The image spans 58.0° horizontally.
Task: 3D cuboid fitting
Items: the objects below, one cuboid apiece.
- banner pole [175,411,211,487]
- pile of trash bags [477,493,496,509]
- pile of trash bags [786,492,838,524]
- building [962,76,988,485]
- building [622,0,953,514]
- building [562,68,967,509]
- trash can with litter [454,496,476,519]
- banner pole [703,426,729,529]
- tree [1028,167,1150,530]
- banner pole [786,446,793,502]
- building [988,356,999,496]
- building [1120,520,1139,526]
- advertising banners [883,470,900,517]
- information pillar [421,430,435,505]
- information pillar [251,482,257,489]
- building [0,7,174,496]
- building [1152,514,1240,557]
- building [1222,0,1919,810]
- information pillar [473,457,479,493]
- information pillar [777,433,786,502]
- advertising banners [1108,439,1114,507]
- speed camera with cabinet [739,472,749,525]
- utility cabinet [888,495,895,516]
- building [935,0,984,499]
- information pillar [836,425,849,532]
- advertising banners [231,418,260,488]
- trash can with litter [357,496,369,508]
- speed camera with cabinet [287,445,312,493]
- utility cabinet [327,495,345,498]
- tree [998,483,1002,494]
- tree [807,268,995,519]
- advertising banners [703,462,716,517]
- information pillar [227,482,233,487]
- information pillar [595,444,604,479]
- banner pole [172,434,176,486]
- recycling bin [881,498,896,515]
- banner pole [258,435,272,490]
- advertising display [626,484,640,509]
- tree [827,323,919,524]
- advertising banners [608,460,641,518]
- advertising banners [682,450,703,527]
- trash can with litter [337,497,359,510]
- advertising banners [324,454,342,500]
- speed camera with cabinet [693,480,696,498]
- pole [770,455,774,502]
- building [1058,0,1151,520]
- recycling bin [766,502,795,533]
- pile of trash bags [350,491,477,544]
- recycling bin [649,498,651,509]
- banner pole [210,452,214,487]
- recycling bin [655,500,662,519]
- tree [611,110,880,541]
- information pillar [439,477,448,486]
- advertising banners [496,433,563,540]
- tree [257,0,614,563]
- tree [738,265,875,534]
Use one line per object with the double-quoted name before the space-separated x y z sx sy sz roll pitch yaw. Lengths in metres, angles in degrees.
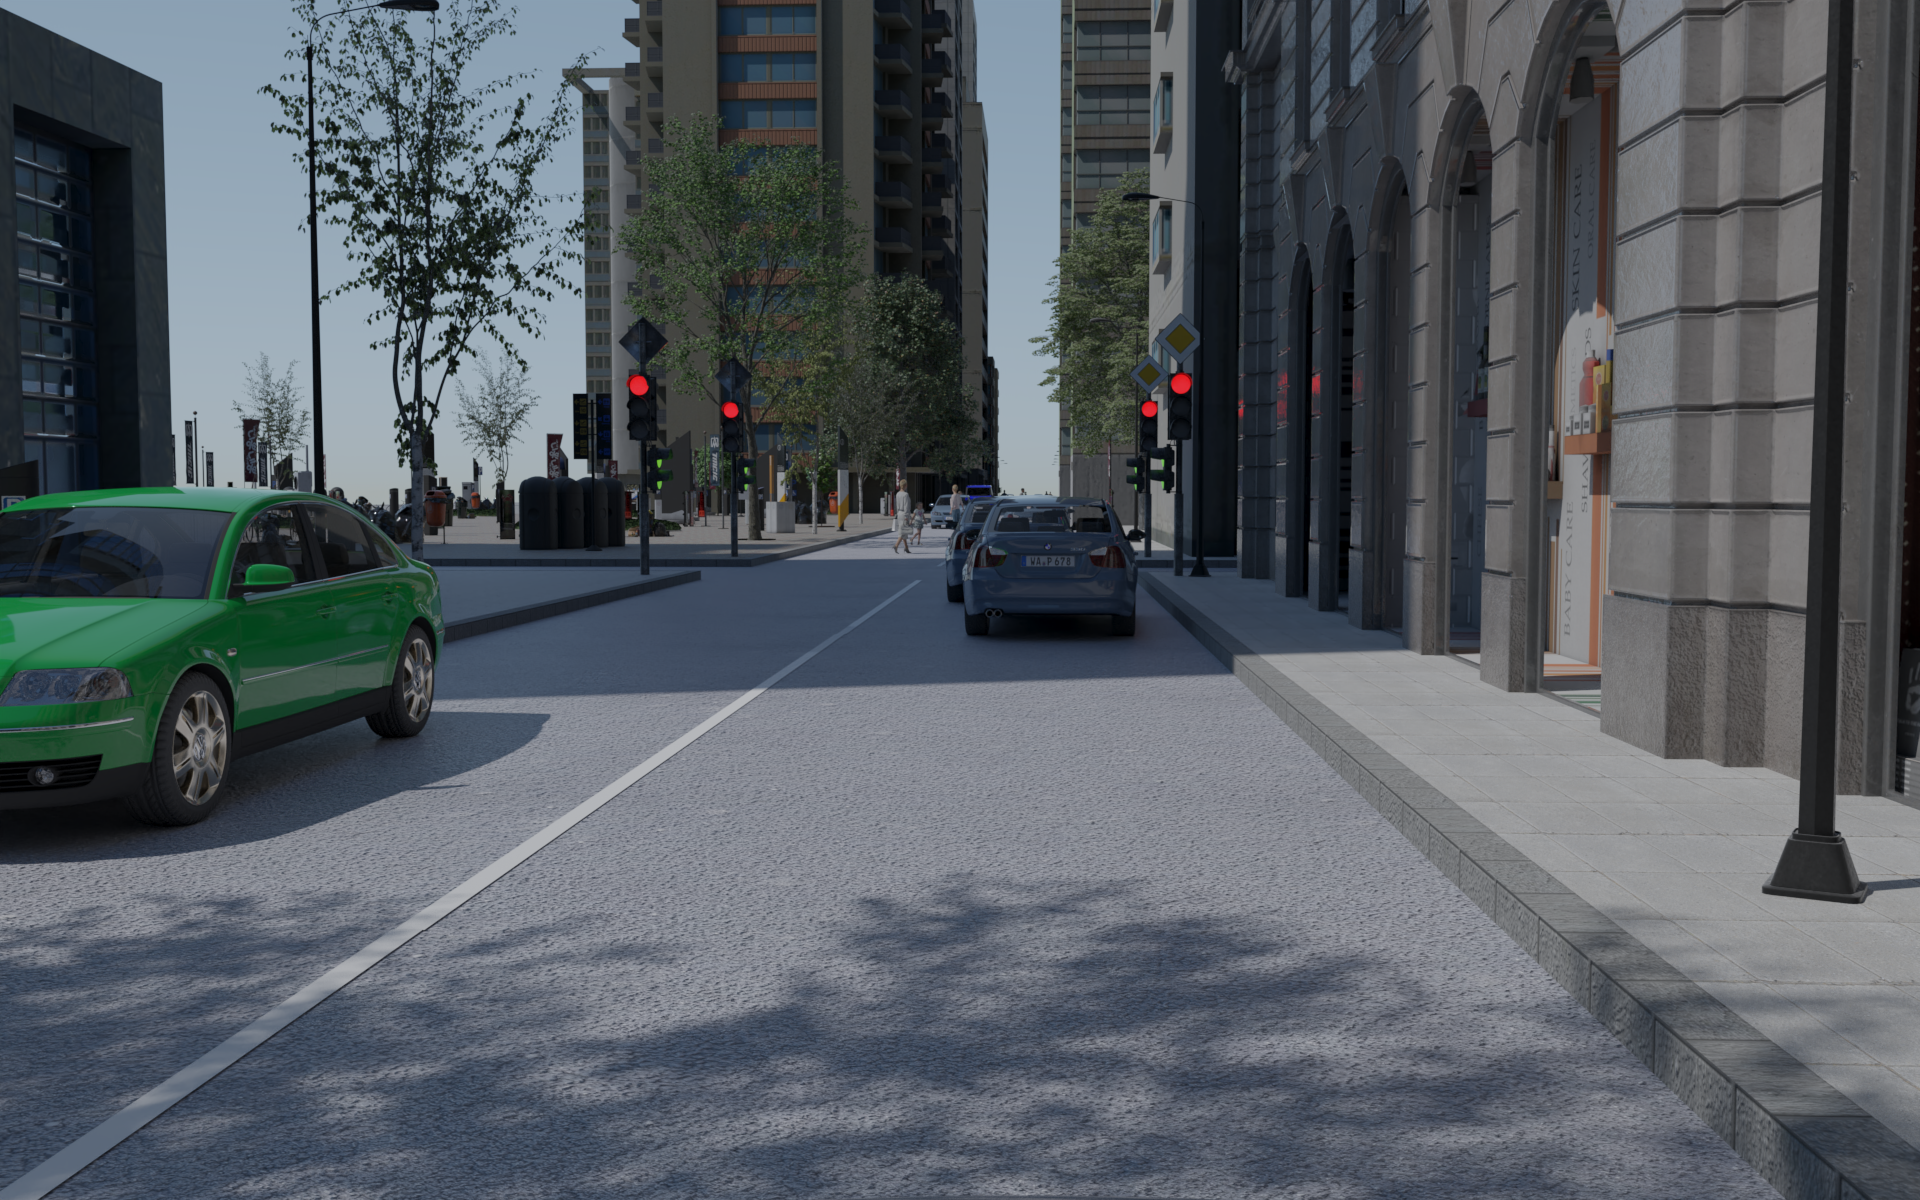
"banner pole" -23.019 -3.789 51.967 0.401 3.779 0.863 0 4 4
"pile of trash bags" -28.514 -5.786 104.351 1.912 1.369 3.447 1 4 10
"pile of trash bags" -6.269 -3.930 74.009 3.447 1.369 1.912 3 5 42
"building" -7.652 -35.593 205.648 21.300 48.544 21.600 0 4 3
"building" -11.924 -28.763 124.906 22.147 44.769 28.867 0 4 3
"building" -15.715 -28.120 151.640 32.217 40.220 23.993 0 4 3
"trash can with litter" -25.644 -4.795 89.786 0.624 1.170 1.055 3 5 40
"banner pole" -8.900 -4.510 63.754 0.863 3.779 0.401 2 4 35
"tree" 6.124 -8.739 61.005 7.486 12.596 7.792 0 3 0
"banner pole" -8.858 -6.044 88.830 0.863 3.779 0.401 1 4 14
"building" -8.973 -23.685 232.295 27.650 21.520 28.899 0 4 3
"building" 11.905 -23.974 75.566 14.154 41.232 14.086 0 4 3
"advertising banners" -3.890 -6.288 98.988 0.090 3.025 2.074 -2 4 -28
"information pillar" -17.143 -3.938 55.747 0.183 3.616 0.504 3 5 43
"information pillar" -27.370 -4.634 67.124 0.183 3.616 0.504 -2 4 -35
"building" -28.490 -42.927 14.528 31.000 86.520 22.319 0 4 3
"building" 15.721 -25.700 43.896 21.600 48.544 21.300 0 4 3
"building" 9.606 -10.561 14.480 13.314 21.916 24.055 0 4 3
"information pillar" -30.926 -7.297 110.660 0.183 3.616 0.504 1 4 21
"information pillar" -6.841 -4.590 66.401 0.183 3.616 0.504 -3 5 -41
"advertising banners" 4.762 -3.578 54.681 0.090 3.025 2.074 0 4 2
"speed camera with cabinet" -8.726 -4.771 72.344 0.660 3.252 2.038 0 4 8
"utility cabinet" -4.070 -5.561 102.076 0.306 1.237 1.020 1 4 10
"building" -5.675 -49.976 255.357 20.563 71.187 20.611 0 4 3
"information pillar" -4.009 -4.156 59.301 0.183 3.616 0.504 2 4 35
"advertising banners" -16.700 -2.646 39.451 0.090 3.025 2.074 2 4 24
"trash can with litter" -35.329 -5.598 102.912 0.624 1.170 1.055 1 4 23
"speed camera with cabinet" -26.743 -4.631 70.055 0.660 3.252 2.038 -2 4 -33
"utility cabinet" -36.311 -5.476 100.695 1.020 1.237 0.306 -1 4 -21
"tree" 5.731 -16.797 269.232 1.663 3.219 1.824 0 3 0
"tree" -2.995 -10.462 88.067 9.611 12.733 9.660 0 3 0
"advertising banners" -14.235 -6.057 95.213 2.074 3.025 0.090 1 4 21
"information pillar" -43.103 -5.983 102.321 0.304 2.012 0.304 -2 4 -29
"information pillar" -14.203 -4.705 68.281 0.183 3.616 0.504 2 4 24
"banner pole" -28.925 -4.494 63.488 0.401 3.779 0.863 0 4 3
"recycling bin" -4.506 -5.885 108.779 0.722 1.027 0.722 2 4 26
"banner pole" -29.361 -5.096 73.333 0.401 3.779 0.863 2 4 30
"advertising display" -20.769 -6.419 110.158 0.974 1.923 0.123 2 4 24
"tree" -4.140 -7.595 74.545 4.360 8.622 3.978 0 3 0
"advertising banners" -17.215 -5.722 89.737 2.074 3.025 0.090 -2 4 -28
"advertising banners" -10.655 -4.429 68.604 0.090 3.025 2.074 0 4 8
"trash can with litter" -17.787 -2.410 50.458 1.678 1.210 2.233 0 4 -4
"advertising banners" -27.328 -4.837 75.278 0.090 3.025 2.074 -3 5 -42
"speed camera with cabinet" -17.612 -7.135 110.991 2.038 3.252 0.660 0 4 -8
"pole" -9.936 -5.970 91.447 0.158 3.312 0.155 0 3 0
"building" 12.918 -25.612 102.353 14.154 41.232 14.086 0 4 3
"recycling bin" -5.882 -2.707 56.807 0.722 1.027 0.722 -2 4 -35
"pile of trash bags" -14.596 -2.163 45.113 3.447 1.369 1.912 2 4 32
"recycling bin" -18.891 -5.559 103.451 0.722 1.027 0.722 0 4 -1
"banner pole" -39.141 -6.121 90.089 0.401 3.779 0.863 2 4 31
"recycling bin" -12.950 -3.873 75.870 0.722 1.027 0.722 0 4 -1
"tree" -5.834 -7.462 47.766 9.928 11.665 9.643 0 3 0
"information pillar" -22.217 -4.282 74.504 0.304 2.012 0.304 -2 4 -32
"advertising banners" -12.247 -3.255 49.403 2.074 3.025 0.090 -3 5 -39
"tree" -6.727 -4.381 21.997 4.360 8.622 3.978 0 3 0
"tree" -4.872 -6.409 55.143 4.737 8.622 4.395 0 3 0
